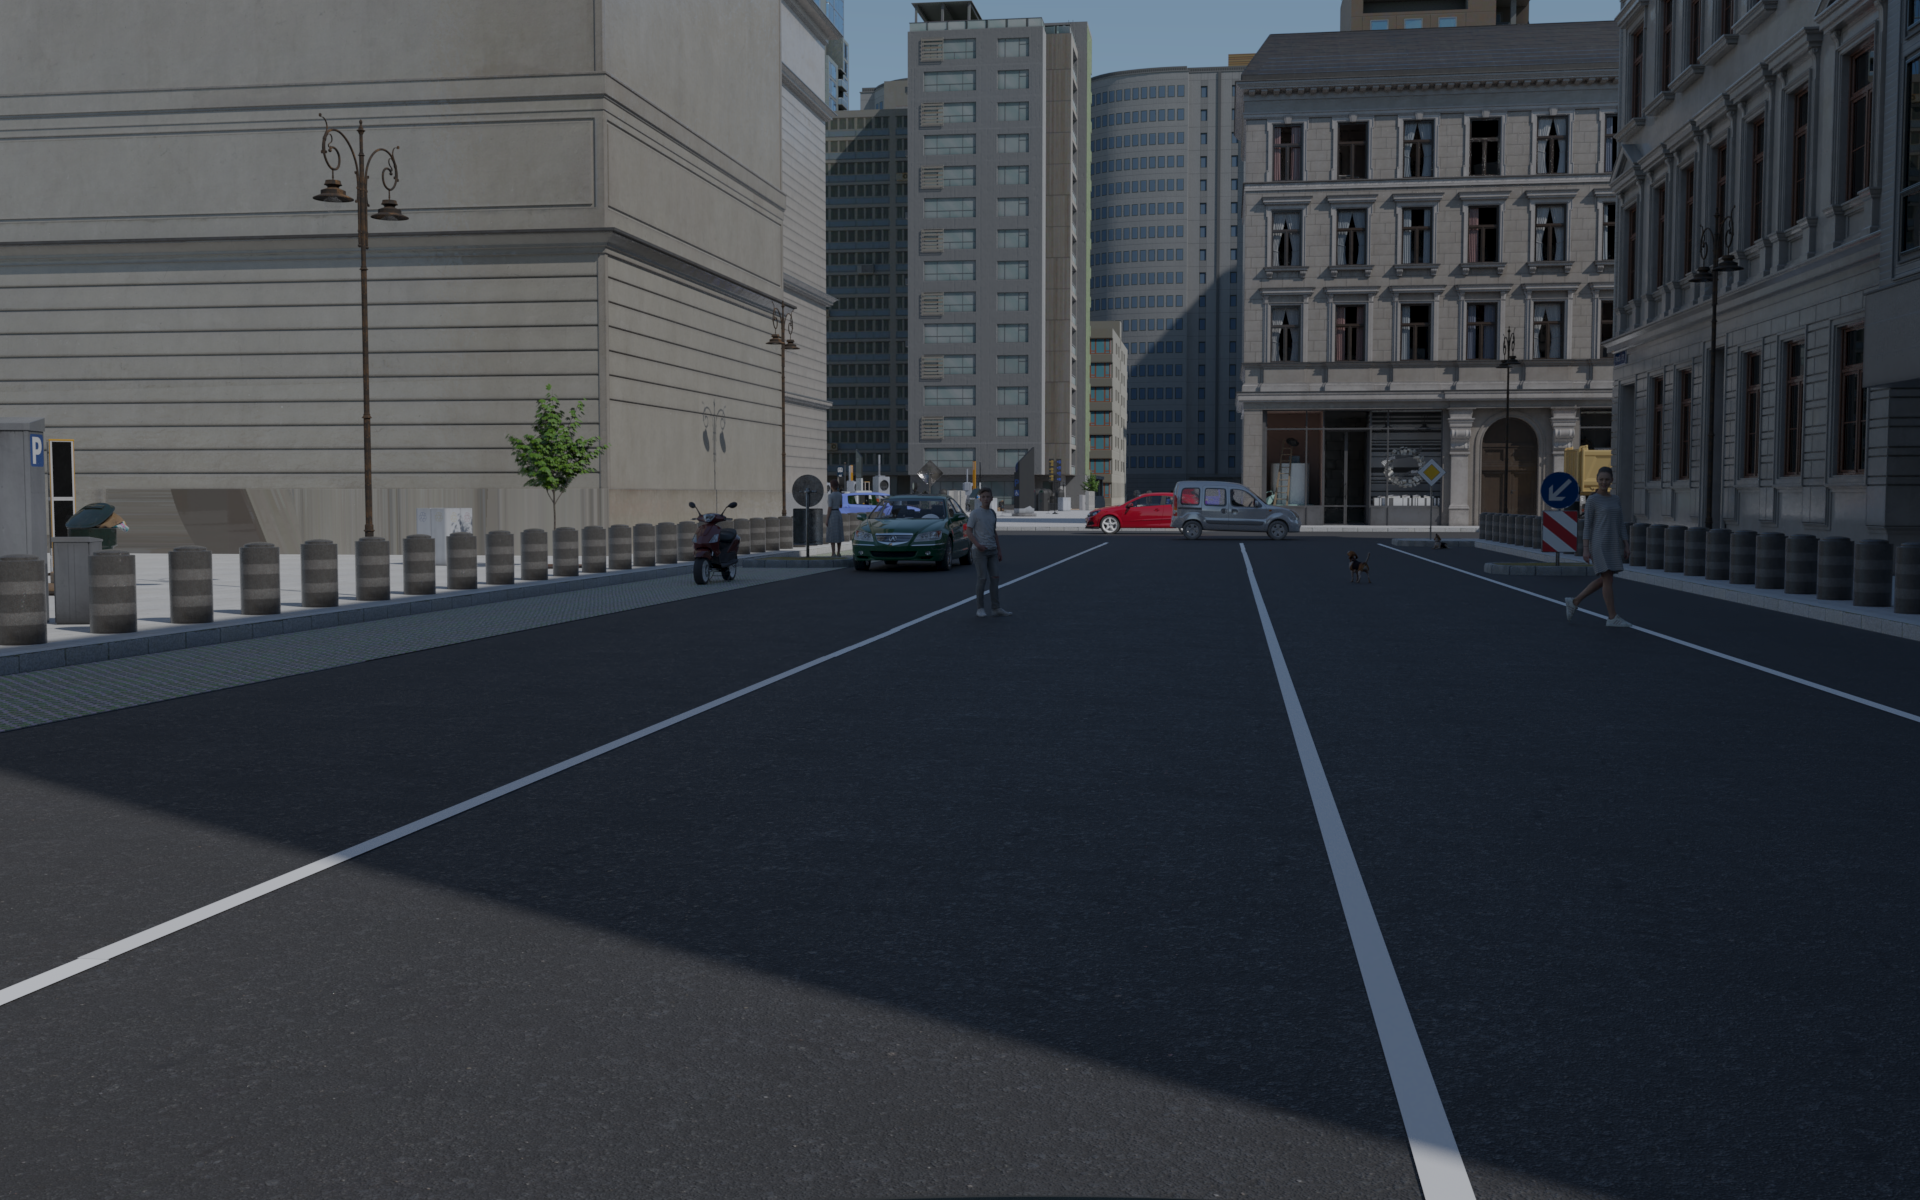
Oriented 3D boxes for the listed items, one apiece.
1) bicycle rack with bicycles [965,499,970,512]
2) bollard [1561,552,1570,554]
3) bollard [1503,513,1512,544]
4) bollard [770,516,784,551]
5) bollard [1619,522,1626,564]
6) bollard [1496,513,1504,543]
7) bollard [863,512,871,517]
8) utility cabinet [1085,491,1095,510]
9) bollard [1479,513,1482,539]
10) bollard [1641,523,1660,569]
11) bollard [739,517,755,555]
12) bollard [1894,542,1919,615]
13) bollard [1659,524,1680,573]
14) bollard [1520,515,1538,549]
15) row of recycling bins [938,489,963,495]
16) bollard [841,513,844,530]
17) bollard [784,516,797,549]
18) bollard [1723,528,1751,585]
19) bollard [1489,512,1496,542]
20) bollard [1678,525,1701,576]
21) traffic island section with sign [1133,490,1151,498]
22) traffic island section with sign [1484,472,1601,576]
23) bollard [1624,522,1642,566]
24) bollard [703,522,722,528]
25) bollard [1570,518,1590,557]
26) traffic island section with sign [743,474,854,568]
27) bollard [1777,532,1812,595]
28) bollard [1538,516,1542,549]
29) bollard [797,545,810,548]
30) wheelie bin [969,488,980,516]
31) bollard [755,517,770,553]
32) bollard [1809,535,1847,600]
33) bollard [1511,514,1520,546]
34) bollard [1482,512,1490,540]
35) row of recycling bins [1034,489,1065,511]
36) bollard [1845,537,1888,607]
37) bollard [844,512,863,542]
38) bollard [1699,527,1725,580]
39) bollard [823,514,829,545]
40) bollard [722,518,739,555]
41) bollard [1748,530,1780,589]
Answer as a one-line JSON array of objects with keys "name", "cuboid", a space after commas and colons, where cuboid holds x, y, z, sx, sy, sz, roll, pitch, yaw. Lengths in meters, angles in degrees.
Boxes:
[{"name": "bicycle rack with bicycles", "cuboid": [0.114, -6.597, 121.239, 2.925, 0.926, 2.852, 0, 4, -6]}, {"name": "bollard", "cuboid": [13.080, -1.359, 36.941, 0.404, 0.777, 0.398, 0, 3, 0]}, {"name": "bollard", "cuboid": [14.198, -1.808, 44.283, 0.404, 0.777, 0.398, 0, 3, 0]}, {"name": "bollard", "cuboid": [-4.292, -1.504, 39.302, 0.404, 0.777, 0.398, 0, 3, 0]}, {"name": "bollard", "cuboid": [12.334, -1.061, 32.065, 0.404, 0.777, 0.398, 0, 3, 0]}, {"name": "bollard", "cuboid": [14.389, -1.883, 45.509, 0.404, 0.777, 0.398, 0, 3, 0]}, {"name": "bollard", "cuboid": [-2.796, -2.101, 49.065, 0.404, 0.777, 0.398, 0, 3, 0]}, {"name": "utility cabinet", "cuboid": [10.144, -7.724, 134.968, 0.318, 1.500, 1.173, 2, 4, 26]}, {"name": "bollard", "cuboid": [14.948, -2.107, 49.169, 0.404, 0.777, 0.398, 0, 3, 0]}, {"name": "bollard", "cuboid": [11.951, -0.911, 29.617, 0.404, 0.777, 0.398, 0, 3, 0]}, {"name": "bollard", "cuboid": [-4.664, -1.355, 36.864, 0.404, 0.777, 0.398, 0, 3, 0]}, {"name": "bollard", "cuboid": [10.267, -0.238, 18.605, 0.404, 0.777, 0.398, 0, 3, 0]}, {"name": "bollard", "cuboid": [11.764, -0.837, 28.398, 0.404, 0.777, 0.398, 0, 3, 0]}, {"name": "bollard", "cuboid": [13.826, -1.659, 41.833, 0.404, 0.777, 0.398, 0, 3, 0]}, {"name": "row of recycling bins", "cuboid": [-0.061, -8.096, 139.478, 3.534, 1.692, 1.069, 1, 4, 16]}, {"name": "bollard", "cuboid": [-3.358, -1.877, 45.400, 0.404, 0.777, 0.398, 0, 3, 0]}, {"name": "bollard", "cuboid": [-4.108, -1.578, 40.523, 0.404, 0.777, 0.398, 0, 3, 0]}, {"name": "bollard", "cuboid": [11.208, -0.612, 24.720, 0.404, 0.777, 0.398, 0, 3, 0]}, {"name": "bollard", "cuboid": [14.579, -1.958, 46.727, 0.404, 0.777, 0.398, 0, 3, 0]}, {"name": "bollard", "cuboid": [11.577, -0.761, 27.167, 0.404, 0.777, 0.398, 0, 3, 0]}, {"name": "traffic island section with sign", "cuboid": [16.888, -9.548, 164.744, 1.989, 1.847, 2.006, 1, 4, 9]}, {"name": "traffic island section with sign", "cuboid": [10.608, -1.393, 31.403, 1.989, 1.847, 2.006, 1, 4, 9]}, {"name": "bollard", "cuboid": [12.143, -0.987, 30.847, 0.404, 0.777, 0.398, 0, 3, 0]}, {"name": "bollard", "cuboid": [-5.037, -1.205, 34.412, 0.404, 0.777, 0.398, 0, 3, 0]}, {"name": "bollard", "cuboid": [12.888, -1.285, 35.722, 0.404, 0.777, 0.398, 0, 3, 0]}, {"name": "traffic island section with sign", "cuboid": [-3.088, -1.570, 34.303, 1.989, 1.847, 2.006, 1, 4, 9]}, {"name": "bollard", "cuboid": [10.836, -0.463, 22.283, 0.404, 0.777, 0.398, 0, 3, 0]}, {"name": "bollard", "cuboid": [13.454, -1.509, 39.394, 0.404, 0.777, 0.398, 0, 3, 0]}, {"name": "bollard", "cuboid": [-3.918, -1.653, 41.741, 0.404, 0.777, 0.398, 0, 3, 0]}, {"name": "wheelie bin", "cuboid": [0.927, -5.426, 96.615, 0.693, 1.594, 0.980, -2, 4, -35]}, {"name": "bollard", "cuboid": [-4.476, -1.429, 38.082, 0.404, 0.777, 0.398, 0, 3, 0]}, {"name": "bollard", "cuboid": [10.643, -0.387, 21.052, 0.404, 0.777, 0.398, 0, 3, 0]}, {"name": "bollard", "cuboid": [14.013, -1.733, 43.057, 0.404, 0.777, 0.398, 0, 3, 0]}, {"name": "bollard", "cuboid": [14.758, -2.032, 47.947, 0.404, 0.777, 0.398, 0, 3, 0]}, {"name": "row of recycling bins", "cuboid": [6.629, -8.050, 138.728, 3.534, 1.692, 1.069, 1, 4, 9]}, {"name": "bollard", "cuboid": [10.453, -0.312, 19.824, 0.404, 0.777, 0.398, 0, 3, 0]}, {"name": "bollard", "cuboid": [-2.983, -2.026, 47.837, 0.404, 0.777, 0.398, 0, 3, 0]}, {"name": "bollard", "cuboid": [11.390, -0.687, 25.948, 0.404, 0.777, 0.398, 0, 3, 0]}, {"name": "bollard", "cuboid": [-3.544, -1.802, 44.181, 0.404, 0.777, 0.398, 0, 3, 0]}, {"name": "bollard", "cuboid": [-4.852, -1.280, 35.645, 0.404, 0.777, 0.398, 0, 3, 0]}, {"name": "bollard", "cuboid": [11.016, -0.537, 23.502, 0.404, 0.777, 0.398, 0, 3, 0]}]
